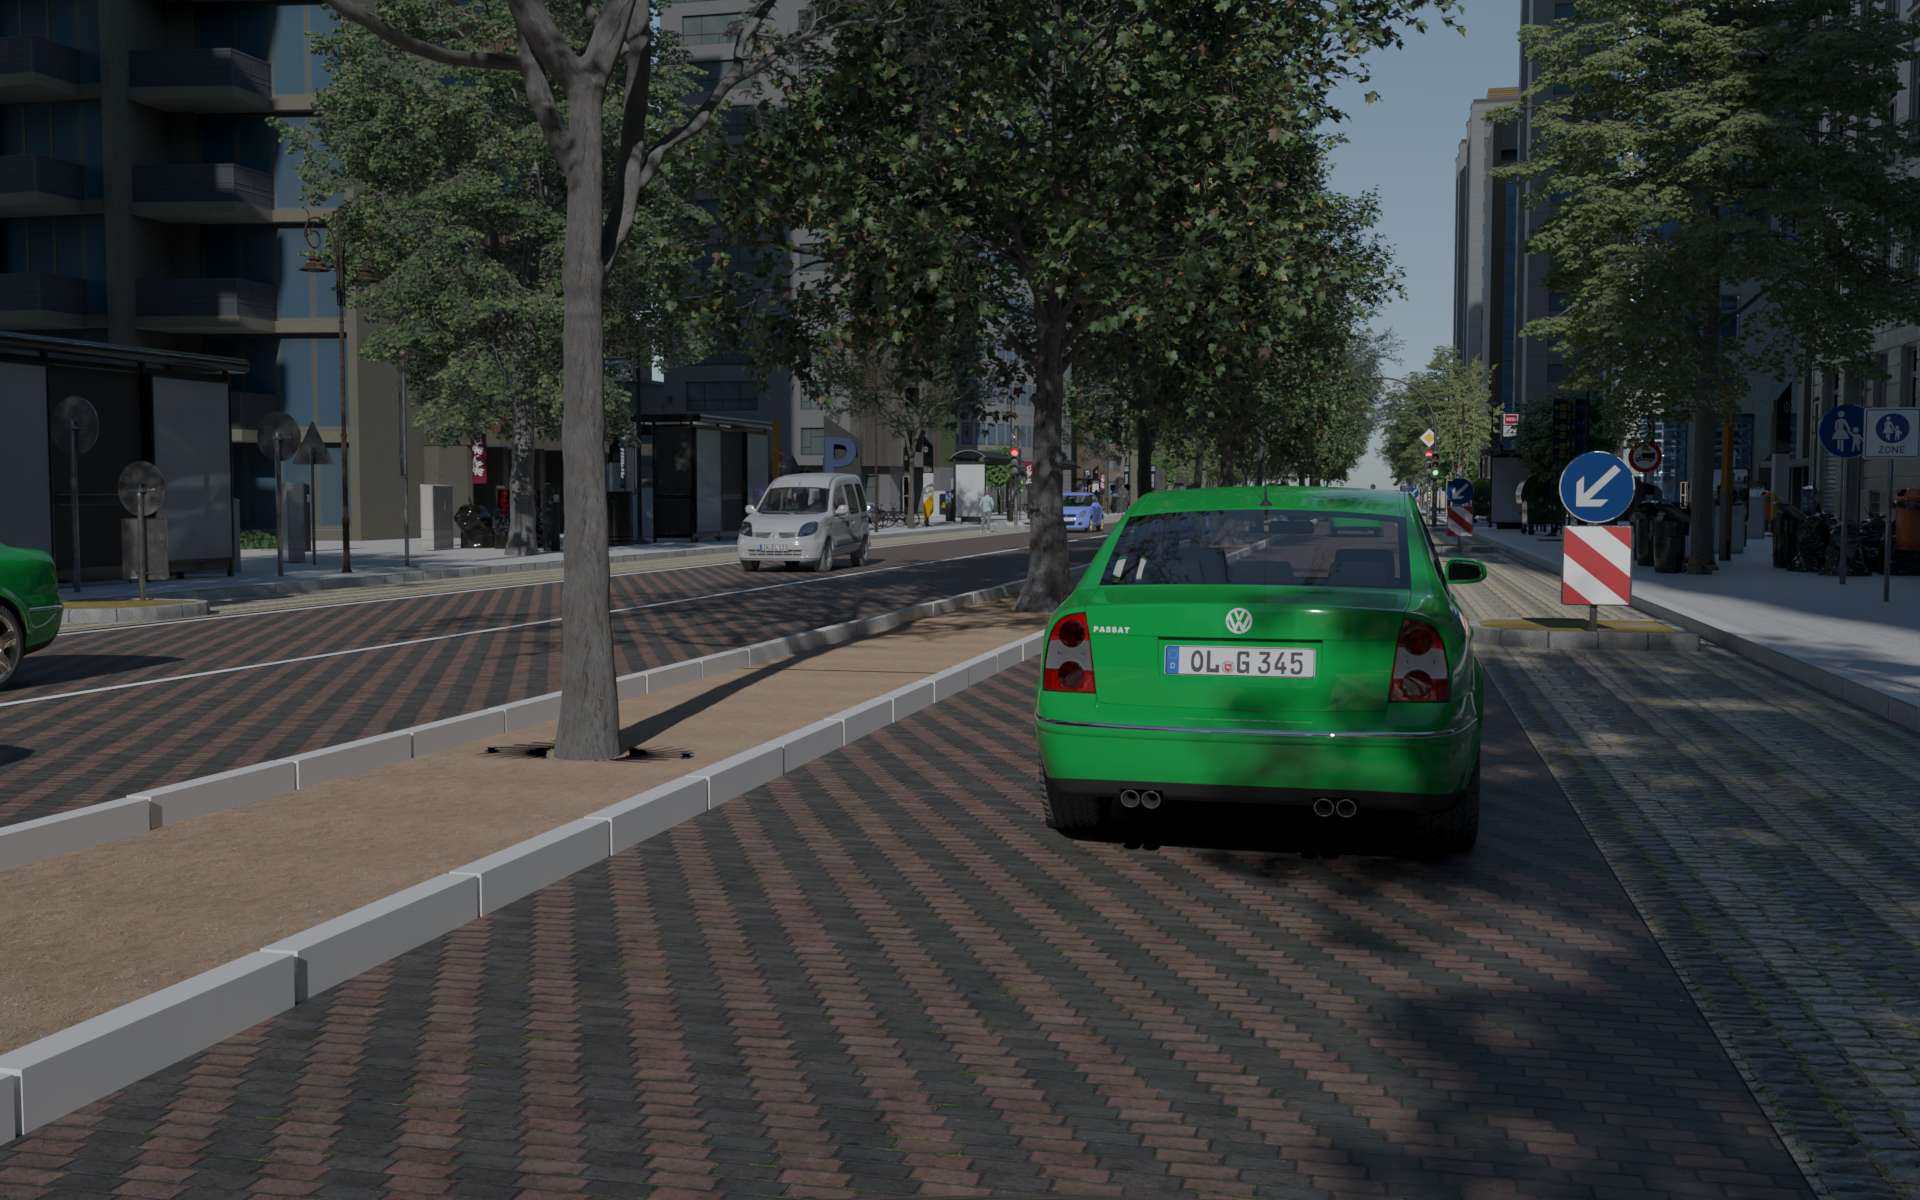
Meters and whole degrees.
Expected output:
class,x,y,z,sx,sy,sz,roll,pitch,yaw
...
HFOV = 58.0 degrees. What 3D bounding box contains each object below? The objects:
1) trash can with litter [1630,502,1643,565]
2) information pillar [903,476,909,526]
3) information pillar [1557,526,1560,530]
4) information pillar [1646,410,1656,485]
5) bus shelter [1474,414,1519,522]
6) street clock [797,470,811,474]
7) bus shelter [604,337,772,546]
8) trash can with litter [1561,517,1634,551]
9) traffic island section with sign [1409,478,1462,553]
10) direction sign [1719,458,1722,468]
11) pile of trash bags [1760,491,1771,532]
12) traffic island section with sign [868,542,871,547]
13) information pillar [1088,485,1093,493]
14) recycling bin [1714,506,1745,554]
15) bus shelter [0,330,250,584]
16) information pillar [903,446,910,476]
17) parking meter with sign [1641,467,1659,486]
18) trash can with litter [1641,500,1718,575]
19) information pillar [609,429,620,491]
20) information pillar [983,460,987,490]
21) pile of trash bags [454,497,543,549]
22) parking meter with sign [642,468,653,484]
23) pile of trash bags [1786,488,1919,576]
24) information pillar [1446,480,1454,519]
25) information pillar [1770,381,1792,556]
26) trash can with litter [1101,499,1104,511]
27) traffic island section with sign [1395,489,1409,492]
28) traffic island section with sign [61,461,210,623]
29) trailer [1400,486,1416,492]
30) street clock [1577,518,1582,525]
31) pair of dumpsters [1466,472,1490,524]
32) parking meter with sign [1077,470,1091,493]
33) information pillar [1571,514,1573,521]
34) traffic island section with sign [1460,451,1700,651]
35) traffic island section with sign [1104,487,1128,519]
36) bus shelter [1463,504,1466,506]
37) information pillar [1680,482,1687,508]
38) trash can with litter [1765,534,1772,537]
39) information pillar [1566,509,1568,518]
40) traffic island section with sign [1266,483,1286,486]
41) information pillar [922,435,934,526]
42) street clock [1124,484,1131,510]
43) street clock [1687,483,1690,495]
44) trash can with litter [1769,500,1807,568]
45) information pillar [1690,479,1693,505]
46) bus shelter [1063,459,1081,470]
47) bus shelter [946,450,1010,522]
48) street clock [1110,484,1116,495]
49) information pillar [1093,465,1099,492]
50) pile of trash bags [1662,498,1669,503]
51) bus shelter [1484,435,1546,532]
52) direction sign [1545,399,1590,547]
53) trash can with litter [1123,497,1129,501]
class,x,y,z,sx,sy,sz,roll,pitch,yaw
trash can with litter,12.363,-1.206,31.109,0.624,1.170,1.055,1,4,22
information pillar,-2.099,-4.024,70.278,0.304,2.012,0.304,2,4,31
information pillar,21.471,-4.328,62.117,0.183,3.616,0.504,2,4,24
information pillar,18.553,-3.376,46.555,0.183,3.616,0.504,3,4,37
bus shelter,26.201,-6.524,84.306,2.179,5.291,8.768,1,4,14
street clock,-4.611,-2.859,51.310,0.471,2.002,0.358,-1,4,-8
bus shelter,-7.400,-4.222,46.656,2.179,5.291,8.768,1,4,13
trash can with litter,14.838,-1.711,39.034,1.678,1.210,2.233,-2,4,-30
traffic island section with sign,12.275,-2.105,43.041,1.989,1.847,2.006,1,4,13
direction sign,47.905,-7.115,108.333,0.876,3.537,0.379,1,4,15
pile of trash bags,26.811,-2.999,58.791,1.912,1.369,3.447,0,4,1
traffic island section with sign,-3.493,-2.336,46.826,1.989,1.847,2.006,1,4,13
information pillar,11.139,-8.772,147.912,0.304,2.012,0.304,0,4,-8
recycling bin,16.594,-1.532,37.602,0.722,1.027,0.722,1,4,18
bus shelter,-13.061,-2.765,22.846,2.179,5.291,8.768,1,4,13
information pillar,-2.633,-5.754,85.433,0.183,3.616,0.504,3,5,41
parking meter with sign,37.552,-6.069,95.491,1.738,3.016,0.543,2,4,25
trash can with litter,11.714,-1.014,27.966,0.624,1.170,1.055,-3,5,-39
information pillar,-9.134,-3.330,45.803,0.183,3.616,0.504,1,4,14
information pillar,1.628,-7.513,114.199,0.183,3.616,0.504,-2,4,-32
pile of trash bags,-11.484,-1.948,41.601,3.447,1.369,1.912,2,4,25
parking meter with sign,-15.498,-5.504,86.257,0.543,3.016,1.738,-3,5,-39
pile of trash bags,14.462,-1.071,27.267,1.912,1.369,3.447,1,4,9
information pillar,25.267,-5.187,89.296,0.304,2.012,0.304,3,4,38
information pillar,16.929,-2.713,35.711,0.504,3.616,0.183,-2,4,-30
trash can with litter,10.744,-7.377,131.996,1.055,1.170,0.624,-2,4,-25
traffic island section with sign,25.123,-5.377,96.536,1.989,1.847,2.006,1,4,13
traffic island section with sign,-9.919,-0.703,20.115,1.989,1.847,2.006,1,4,13
trailer,30.677,-6.836,118.814,1.471,1.999,3.904,1,4,13
street clock,20.574,-3.230,57.373,0.358,2.002,0.471,-2,4,-30
pair of dumpsters,23.199,-4.549,76.877,1.574,2.255,4.437,1,4,14
parking meter with sign,8.983,-8.068,128.176,0.543,3.016,1.738,-2,4,-27
information pillar,29.281,-4.770,82.485,0.304,2.012,0.304,1,4,17
traffic island section with sign,5.972,-0.501,16.826,1.989,1.847,2.006,1,4,13
traffic island section with sign,9.411,-5.622,100.553,1.989,1.847,2.006,1,4,13
bus shelter,35.117,-8.009,122.225,1.731,3.624,6.357,1,4,13
information pillar,44.071,-6.175,105.460,0.304,2.012,0.304,3,5,41
trash can with litter,24.244,-2.522,52.296,2.233,1.210,1.678,1,4,18
information pillar,31.995,-6.137,91.695,0.504,3.616,0.183,-2,4,-24
traffic island section with sign,14.074,-4.143,75.879,2.006,1.907,1.989,1,4,13
information pillar,-1.270,-4.749,68.997,0.504,3.616,0.183,3,5,41
street clock,11.882,-7.246,123.046,0.471,2.002,0.358,0,4,5
street clock,46.596,-6.527,111.279,0.471,2.002,0.358,1,4,17
trash can with litter,14.534,-1.130,29.863,0.624,1.170,1.055,-3,4,-36
information pillar,36.760,-5.033,86.774,0.304,2.012,0.304,1,4,13
bus shelter,5.369,-6.335,97.505,2.014,3.302,5.546,1,4,14
bus shelter,1.014,-5.355,81.485,2.014,3.302,5.546,1,4,14
street clock,11.422,-7.633,129.362,0.358,2.002,0.471,-2,4,-28
information pillar,10.826,-8.972,138.042,0.504,3.616,0.183,0,4,2
pile of trash bags,35.079,-4.796,88.173,1.912,1.369,3.447,2,4,26
bus shelter,19.560,-4.086,60.724,2.014,3.302,5.546,1,4,14
direction sign,14.623,-3.028,41.507,0.876,3.537,0.379,0,4,-2
trash can with litter,11.518,-6.731,121.446,0.624,1.170,1.055,0,4,6
